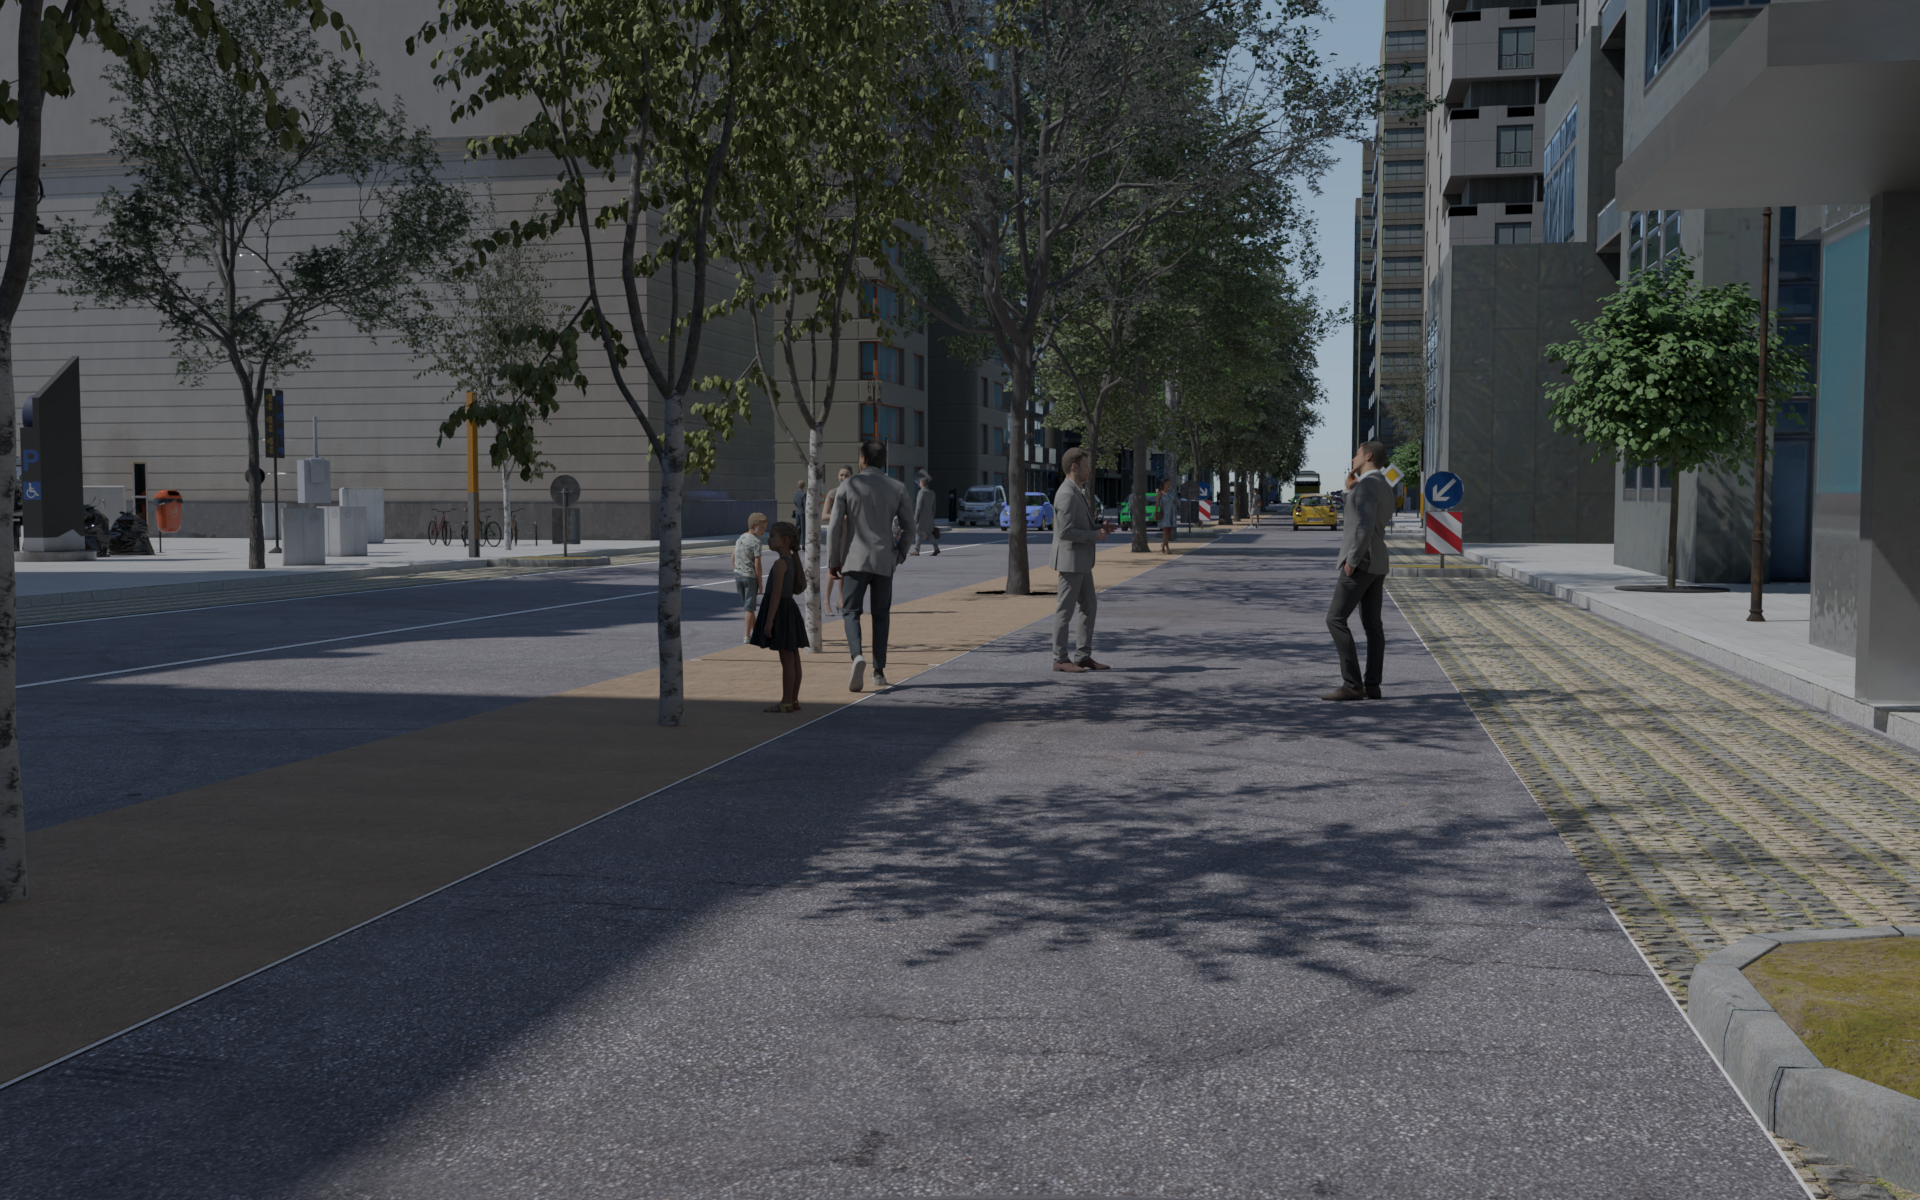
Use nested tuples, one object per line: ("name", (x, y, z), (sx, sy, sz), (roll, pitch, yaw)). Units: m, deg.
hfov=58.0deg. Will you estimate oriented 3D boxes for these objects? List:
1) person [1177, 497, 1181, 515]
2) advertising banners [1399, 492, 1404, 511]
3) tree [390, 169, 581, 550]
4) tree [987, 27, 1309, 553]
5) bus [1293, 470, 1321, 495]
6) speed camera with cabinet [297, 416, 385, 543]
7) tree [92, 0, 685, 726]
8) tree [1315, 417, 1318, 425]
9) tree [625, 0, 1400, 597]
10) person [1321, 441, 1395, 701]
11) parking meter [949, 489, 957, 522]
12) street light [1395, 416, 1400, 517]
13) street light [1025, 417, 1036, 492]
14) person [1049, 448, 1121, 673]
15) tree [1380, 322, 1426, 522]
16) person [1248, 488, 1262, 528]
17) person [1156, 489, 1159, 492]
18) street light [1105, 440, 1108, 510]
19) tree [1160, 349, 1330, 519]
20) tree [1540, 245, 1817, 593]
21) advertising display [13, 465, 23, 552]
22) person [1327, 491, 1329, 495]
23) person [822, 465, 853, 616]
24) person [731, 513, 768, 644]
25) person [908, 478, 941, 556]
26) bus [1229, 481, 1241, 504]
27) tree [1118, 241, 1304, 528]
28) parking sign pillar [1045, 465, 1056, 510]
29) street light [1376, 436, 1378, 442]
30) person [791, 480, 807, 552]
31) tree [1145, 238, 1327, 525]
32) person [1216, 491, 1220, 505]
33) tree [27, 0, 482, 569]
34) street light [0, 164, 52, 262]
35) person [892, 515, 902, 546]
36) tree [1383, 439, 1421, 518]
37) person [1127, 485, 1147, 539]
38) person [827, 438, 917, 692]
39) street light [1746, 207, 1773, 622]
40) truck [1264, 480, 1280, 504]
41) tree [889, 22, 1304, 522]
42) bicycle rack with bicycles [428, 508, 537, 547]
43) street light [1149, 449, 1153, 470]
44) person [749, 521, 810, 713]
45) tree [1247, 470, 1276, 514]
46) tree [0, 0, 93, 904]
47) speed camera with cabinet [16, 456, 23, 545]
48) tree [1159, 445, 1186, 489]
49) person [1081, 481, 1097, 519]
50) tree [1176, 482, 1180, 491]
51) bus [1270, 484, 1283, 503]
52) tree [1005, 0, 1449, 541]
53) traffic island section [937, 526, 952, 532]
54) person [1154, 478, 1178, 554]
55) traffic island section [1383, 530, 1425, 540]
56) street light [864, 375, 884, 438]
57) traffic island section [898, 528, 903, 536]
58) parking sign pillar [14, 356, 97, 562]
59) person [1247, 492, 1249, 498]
("person", (14.972, -6.414, 118.388), (0.382, 1.210, 0.505), (2, 4, 35))
("advertising banners", (33.768, -8.364, 132.935), (0.090, 3.025, 2.074), (0, 4, -2))
("tree", (-10.436, -5.434, 39.203), (4.360, 8.622, 3.978), (0, 3, 0))
("tree", (4.413, -7.398, 41.541), (7.486, 12.596, 7.792), (0, 3, 0))
("bus", (36.097, -11.531, 180.083), (2.896, 3.916, 12.252), (1, 4, 11))
("speed camera with cabinet", (-16.007, -3.085, 44.776), (2.038, 3.252, 0.660), (-3, 4, -39))
("tree", (-1.772, -3.538, 10.663), (4.737, 8.622, 4.395), (0, 3, 0))
("tree", (21.583, -11.529, 125.374), (8.767, 10.594, 7.601), (1, 4, 12))
("tree", (0.823, -6.822, 24.367), (12.009, 13.543, 11.850), (0, 3, 0))
("person", (2.789, -0.210, 12.113), (0.473, 1.802, 0.592), (3, 5, 44))
("parking meter", (-0.341, -4.348, 79.497), (0.372, 1.533, 0.369), (0, 3, 0))
("street light", (24.803, -7.674, 98.260), (0.468, 5.910, 1.993), (1, 4, 12))
("street light", (4.221, -8.030, 104.072), (0.468, 5.910, 1.993), (1, 4, 12))
("person", (1.002, -0.320, 13.930), (0.583, 1.804, 0.606), (0, 4, 6))
("tree", (19.687, -7.434, 71.909), (4.360, 8.622, 3.978), (0, 3, 0))
("person", (12.377, -3.848, 72.419), (0.522, 1.701, 0.512), (3, 5, 39))
("person", (12.760, -6.308, 112.050), (0.576, 1.772, 0.534), (1, 4, 13))
("street light", (12.103, -10.365, 142.249), (0.468, 5.910, 1.993), (1, 4, 12))
("tree", (16.400, -11.025, 99.729), (9.611, 12.733, 9.660), (0, 3, 0))
("tree", (9.518, -2.396, 22.894), (4.285, 4.588, 4.351), (0, 3, 0))
("advertising display", (-20.947, -2.015, 38.159), (0.974, 1.923, 0.123), (-2, 4, -29))
("person", (62.174, -17.427, 293.063), (1.348, 1.869, 0.705), (-2, 4, -25))
("person", (-1.398, -0.714, 20.518), (0.599, 1.781, 0.374), (-3, 5, -42))
("person", (-2.022, -0.213, 16.663), (0.352, 1.250, 0.332), (-1, 4, -12))
("person", (-0.825, -1.925, 40.074), (0.767, 1.812, 0.694), (3, 4, 36))
("bus", (38.842, -15.176, 242.985), (2.948, 3.499, 13.247), (1, 4, 10))
("tree", (9.344, -8.574, 68.394), (9.928, 11.665, 9.643), (0, 3, 0))
("parking sign pillar", (7.124, -9.320, 140.849), (1.447, 3.967, 1.447), (-2, 4, -25))
("street light", (32.463, -9.920, 134.982), (0.468, 5.910, 1.993), (1, 4, 12))
("person", (-3.929, -2.075, 42.850), (0.576, 1.772, 0.534), (1, 4, 22))
("tree", (12.227, -10.410, 79.310), (9.857, 13.997, 8.962), (0, 3, 0))
("person", (32.563, -12.858, 218.869), (0.705, 1.807, 1.348), (-1, 4, -17))
("tree", (-11.945, -5.826, 29.669), (8.767, 10.594, 7.601), (1, 4, 11))
("street light", (-12.646, -3.056, 22.761), (0.468, 5.910, 1.993), (1, 4, 12))
("person", (-1.269, -1.160, 32.155), (0.352, 1.250, 0.332), (-2, 4, -31))
("tree", (24.438, -6.621, 91.965), (4.285, 4.588, 4.351), (0, 3, 0))
("person", (5.733, -2.822, 55.313), (0.598, 1.740, 0.731), (3, 5, 41))
("person", (-0.642, -0.266, 12.691), (0.661, 1.843, 0.795), (0, 4, -7))
("street light", (8.026, -2.722, 17.287), (0.468, 5.910, 1.993), (1, 4, 12))
("truck", (47.312, -16.757, 263.727), (2.967, 4.110, 18.799), (1, 4, 11))
("tree", (2.475, -5.954, 34.212), (8.767, 10.594, 7.601), (1, 4, 12))
("bicycle rack with bicycles", (-11.715, -1.806, 42.902), (2.852, 0.926, 2.925), (-2, 4, -30))
("street light", (19.799, -12.633, 179.341), (0.468, 5.910, 1.993), (1, 4, 12))
("person", (-1.180, 0.114, 11.310), (0.373, 1.253, 0.362), (1, 4, 14))
("tree", (17.920, -9.415, 106.762), (4.360, 8.622, 3.978), (0, 3, 0))
("tree", (-3.355, -3.256, 6.059), (4.737, 8.622, 4.395), (0, 3, 0))
("speed camera with cabinet", (-22.455, -2.901, 41.763), (2.038, 3.252, 0.660), (2, 4, 28))
("tree", (26.898, -16.255, 216.138), (4.737, 8.622, 4.395), (0, 3, 0))
("person", (3.362, -2.339, 47.022), (0.678, 1.792, 0.850), (-1, 4, -9))
("tree", (27.500, -13.938, 222.482), (1.663, 3.219, 1.824), (0, 3, 0))
("bus", (52.162, -17.911, 287.703), (2.948, 3.499, 13.247), (1, 4, 12))
("tree", (7.417, -11.787, 51.058), (12.611, 20.169, 13.585), (0, 3, 0))
("traffic island section", (-1.483, -2.721, 66.762), (2.009, 0.180, 2.903), (1, 4, 12))
("person", (4.884, -2.003, 41.338), (0.616, 1.811, 0.778), (-1, 4, -13))
("traffic island section", (13.831, -2.028, 55.445), (2.009, 0.180, 2.903), (1, 4, 12))
("street light", (-3.334, -5.782, 67.328), (0.468, 5.910, 1.993), (1, 4, 12))
("traffic island section", (-3.102, -2.242, 58.942), (2.009, 0.180, 2.903), (1, 4, 12))
("parking sign pillar", (-17.422, -2.737, 33.227), (1.447, 3.967, 1.447), (0, 4, 6))
("person", (41.782, -14.769, 250.709), (1.217, 1.736, 0.721), (1, 4, 13))
